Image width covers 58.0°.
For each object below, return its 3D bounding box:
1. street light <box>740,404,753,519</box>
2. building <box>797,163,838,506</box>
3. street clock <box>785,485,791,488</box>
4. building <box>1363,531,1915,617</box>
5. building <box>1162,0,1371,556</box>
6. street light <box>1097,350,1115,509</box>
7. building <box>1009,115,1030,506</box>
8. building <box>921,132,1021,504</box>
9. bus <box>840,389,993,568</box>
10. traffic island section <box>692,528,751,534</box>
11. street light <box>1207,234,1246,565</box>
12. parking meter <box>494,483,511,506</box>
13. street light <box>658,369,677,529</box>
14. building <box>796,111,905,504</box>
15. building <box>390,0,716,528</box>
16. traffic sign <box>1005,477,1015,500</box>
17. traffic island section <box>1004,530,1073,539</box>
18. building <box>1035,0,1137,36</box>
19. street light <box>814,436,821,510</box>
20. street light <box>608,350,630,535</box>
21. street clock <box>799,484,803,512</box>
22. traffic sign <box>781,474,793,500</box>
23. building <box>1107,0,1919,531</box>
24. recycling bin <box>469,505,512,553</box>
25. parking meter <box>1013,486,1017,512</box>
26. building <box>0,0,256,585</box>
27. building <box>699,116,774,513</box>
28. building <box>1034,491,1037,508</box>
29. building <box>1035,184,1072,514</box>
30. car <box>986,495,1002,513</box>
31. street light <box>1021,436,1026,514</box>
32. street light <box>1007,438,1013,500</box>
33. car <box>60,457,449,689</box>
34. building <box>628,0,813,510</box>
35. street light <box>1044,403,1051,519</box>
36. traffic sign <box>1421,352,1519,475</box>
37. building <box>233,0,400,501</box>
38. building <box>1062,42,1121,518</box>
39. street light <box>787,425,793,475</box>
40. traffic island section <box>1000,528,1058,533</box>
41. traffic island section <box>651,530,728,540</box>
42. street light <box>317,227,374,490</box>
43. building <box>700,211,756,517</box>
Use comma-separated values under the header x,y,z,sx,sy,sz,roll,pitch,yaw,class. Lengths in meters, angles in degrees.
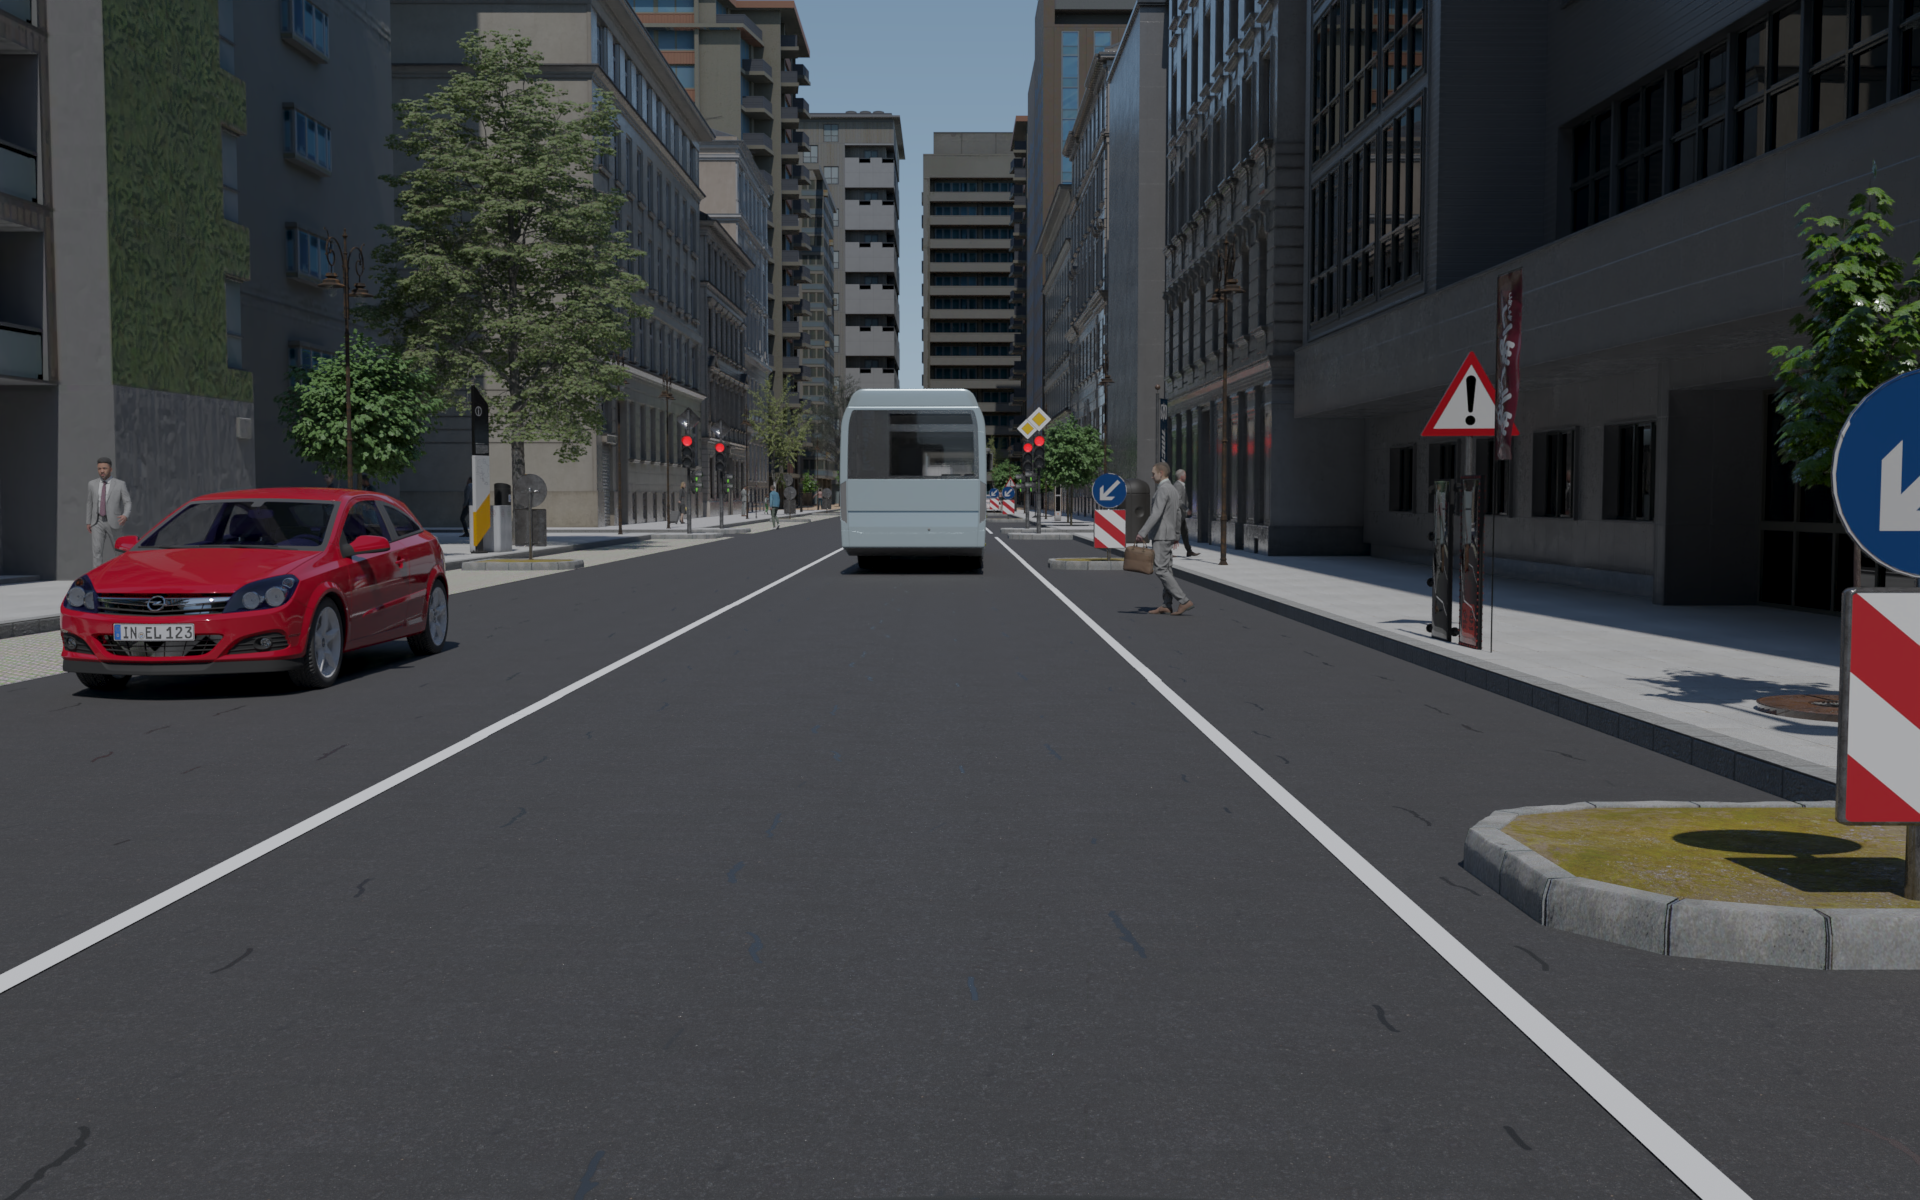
x,y,z,sx,sy,sz,roll,pitch,yaw,class
-10.933,-7.098,88.839,0.468,5.910,1.993,0,4,0,street light
-26.293,-30.887,196.890,23.993,40.220,32.217,0,4,0,building
-11.101,-6.535,111.414,0.471,2.002,0.358,-2,4,-27,street clock
13.824,-12.279,19.821,14.314,24.678,30.058,0,4,0,building
10.976,-11.919,44.031,9.793,20.994,18.267,0,4,0,building
4.665,-5.065,55.606,0.468,5.910,1.993,0,4,0,street light
16.874,-33.259,198.402,22.147,44.769,28.867,0,4,0,building
5.664,-37.380,234.860,21.600,48.544,21.300,0,4,0,building
-0.738,-2.572,36.904,2.948,3.499,13.247,0,4,1,bus
-8.827,-2.551,63.982,2.009,0.180,2.903,0,4,0,traffic island section
4.755,-3.567,31.106,0.468,5.910,1.993,0,4,0,street light
-10.320,-1.877,39.104,0.372,1.533,0.369,0,3,0,parking meter
-10.812,-5.583,64.077,0.468,5.910,1.993,0,4,0,street light
-19.386,-39.685,238.093,27.495,52.752,28.713,0,4,0,building
-21.238,-15.083,79.889,16.112,22.955,30.059,0,4,0,building
3.855,-8.069,131.936,0.884,2.594,0.081,0,4,7,traffic sign
2.569,-2.067,56.070,2.009,0.180,2.903,0,4,0,traffic island section
13.563,-30.416,147.417,14.600,45.320,14.200,0,4,0,building
-11.331,-10.096,137.861,0.468,5.910,1.993,0,4,0,street light
-10.775,-5.014,54.772,0.468,5.910,1.993,0,4,0,street light
-11.252,-7.227,122.739,0.358,2.002,0.471,-1,4,-12,street clock
-10.970,-6.707,109.770,0.768,2.556,0.104,0,4,1,traffic sign
21.756,-15.492,72.369,30.058,24.678,14.314,0,4,0,building
-10.397,-1.579,38.373,0.722,1.027,0.722,0,4,7,recycling bin
4.007,-7.375,126.295,0.255,1.863,0.399,0,4,-6,parking meter
-19.448,-20.736,22.628,14.154,41.232,14.086,0,4,0,building
-20.914,-20.679,124.006,13.634,28.700,20.117,0,4,0,building
13.883,-23.879,162.121,14.160,30.474,14.107,0,4,0,building
14.132,-17.799,124.291,16.112,22.955,30.059,0,4,0,building
1.918,-6.609,120.413,2.083,1.381,4.827,0,4,-2,car
4.231,-8.598,113.363,0.468,5.910,1.993,0,4,0,street light
3.984,-10.125,138.329,0.468,5.910,1.993,0,4,0,street light
-5.551,-0.308,14.071,2.155,1.783,4.494,0,4,0,car
-24.731,-30.467,152.767,22.147,44.769,28.867,0,4,0,building
4.359,-7.029,87.704,0.468,5.910,1.993,0,4,0,street light
4.667,-0.973,15.905,0.884,2.594,0.081,0,4,3,traffic sign
-27.679,-25.536,41.222,21.600,48.544,21.300,0,4,0,building
12.628,-18.268,95.944,12.463,27.353,25.104,0,4,0,building
-11.179,-8.598,113.361,0.468,5.910,1.993,0,4,0,street light
2.514,-2.555,64.055,2.009,0.180,2.903,0,4,0,traffic island section
-8.772,-2.062,55.997,2.009,0.180,2.903,0,4,0,traffic island section
-10.688,-3.516,30.271,0.468,5.910,1.993,0,4,0,street light
-18.646,-14.680,104.650,10.561,19.102,19.286,0,4,0,building
